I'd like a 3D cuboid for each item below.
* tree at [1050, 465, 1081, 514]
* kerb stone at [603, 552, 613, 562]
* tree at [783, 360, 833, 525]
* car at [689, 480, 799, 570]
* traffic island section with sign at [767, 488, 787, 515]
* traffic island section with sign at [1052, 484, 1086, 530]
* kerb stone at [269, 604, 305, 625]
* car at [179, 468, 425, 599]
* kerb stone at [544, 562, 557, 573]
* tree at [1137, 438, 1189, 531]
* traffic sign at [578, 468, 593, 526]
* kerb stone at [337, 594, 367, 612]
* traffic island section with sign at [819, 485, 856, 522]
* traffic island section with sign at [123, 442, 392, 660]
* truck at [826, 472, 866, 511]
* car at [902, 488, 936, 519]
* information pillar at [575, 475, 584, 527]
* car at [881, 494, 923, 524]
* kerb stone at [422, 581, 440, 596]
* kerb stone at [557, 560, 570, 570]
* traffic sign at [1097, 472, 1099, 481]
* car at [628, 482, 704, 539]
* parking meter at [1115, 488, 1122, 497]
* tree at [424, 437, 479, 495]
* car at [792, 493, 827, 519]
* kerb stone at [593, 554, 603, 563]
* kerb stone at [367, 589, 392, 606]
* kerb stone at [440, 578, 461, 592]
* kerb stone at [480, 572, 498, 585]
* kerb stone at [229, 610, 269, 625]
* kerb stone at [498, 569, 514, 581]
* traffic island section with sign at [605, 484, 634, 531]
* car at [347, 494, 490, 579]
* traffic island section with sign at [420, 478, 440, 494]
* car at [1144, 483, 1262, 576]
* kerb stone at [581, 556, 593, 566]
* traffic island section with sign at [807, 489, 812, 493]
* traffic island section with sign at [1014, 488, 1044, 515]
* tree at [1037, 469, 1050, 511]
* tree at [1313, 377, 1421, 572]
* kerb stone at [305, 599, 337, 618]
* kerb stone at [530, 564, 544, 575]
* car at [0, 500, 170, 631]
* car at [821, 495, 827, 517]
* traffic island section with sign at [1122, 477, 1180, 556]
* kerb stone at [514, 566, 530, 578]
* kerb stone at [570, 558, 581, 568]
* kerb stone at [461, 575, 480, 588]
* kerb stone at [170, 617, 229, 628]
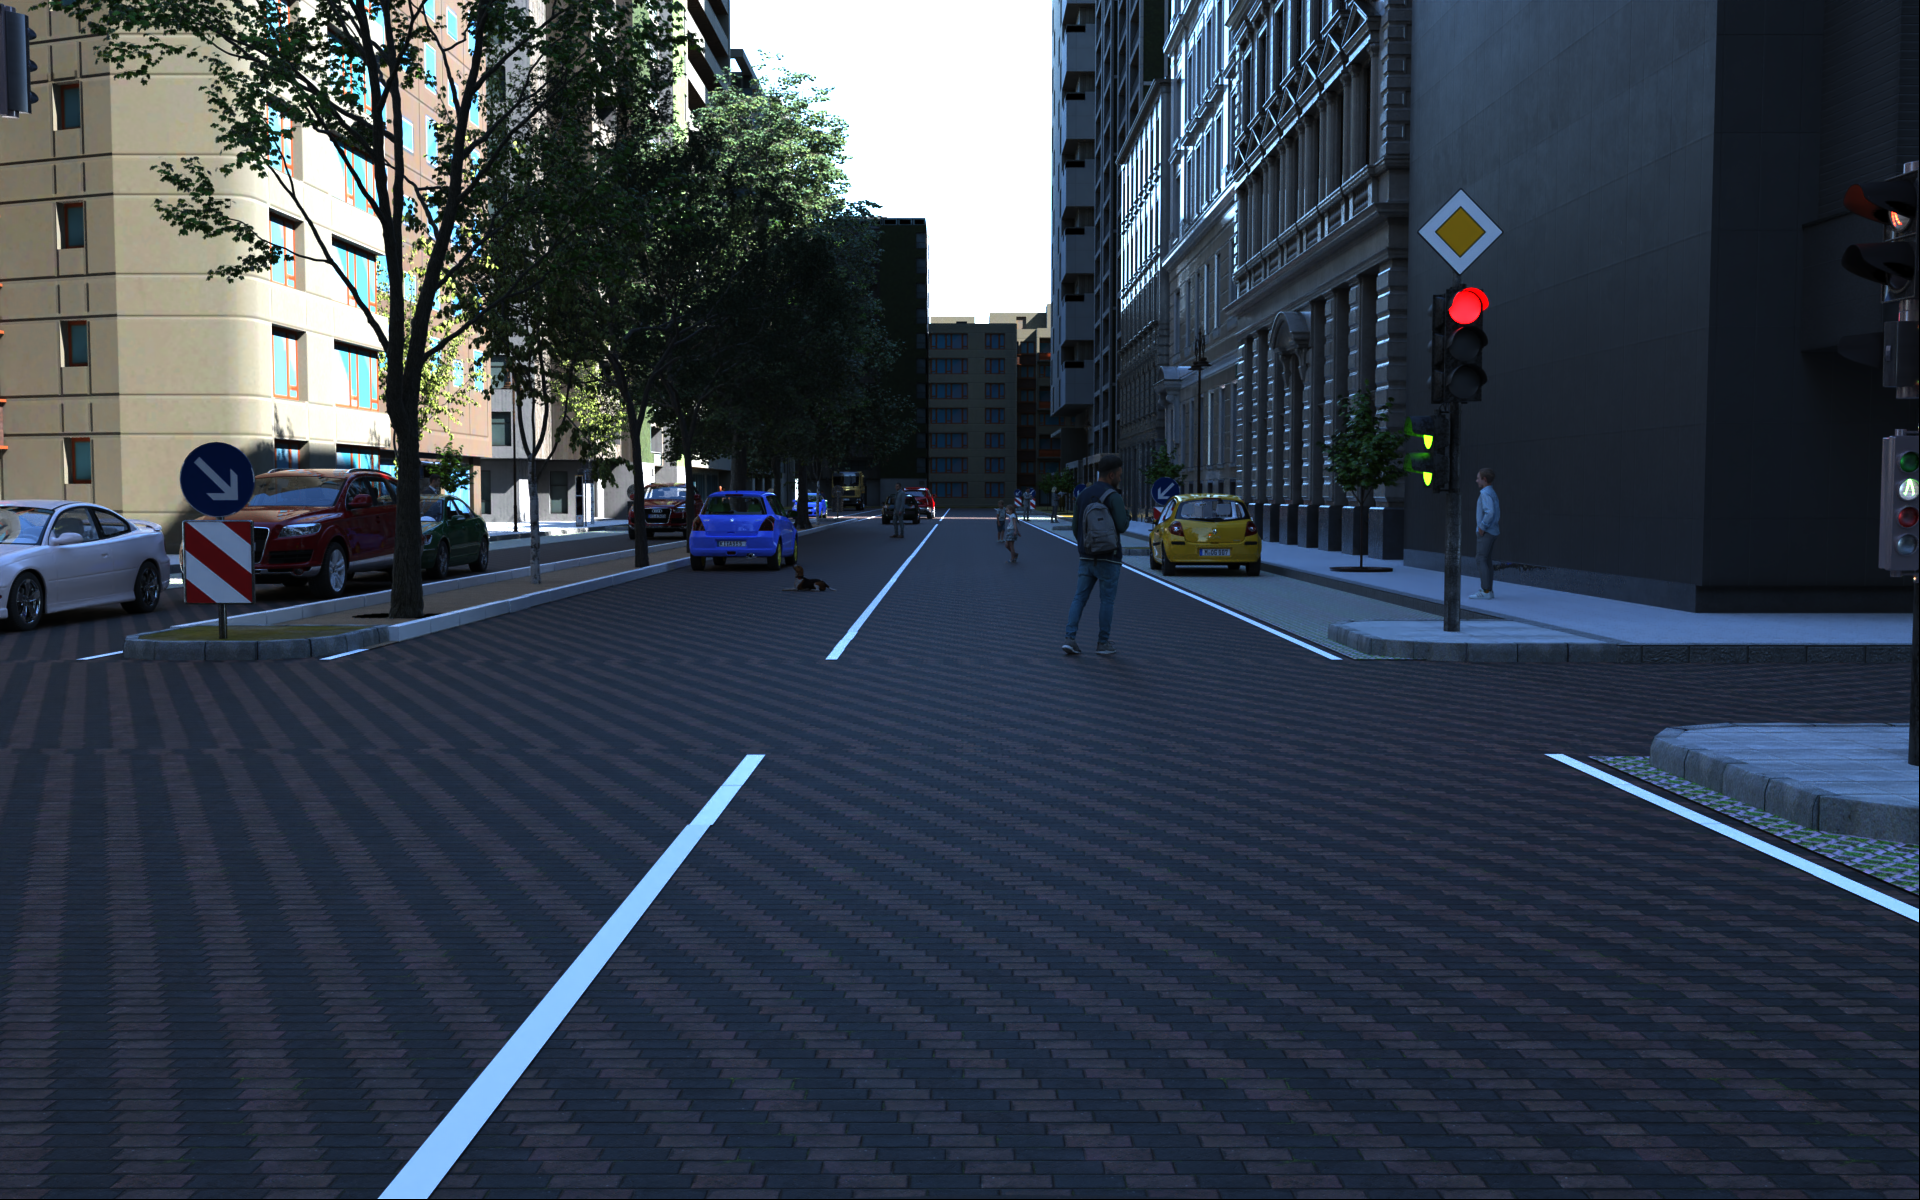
[{"bbox_3d":[7.015,-7.131,111.198,1.663,3.219,1.824,0,3,0],"label":"tree"},{"bbox_3d":[-7.576,-0.890,36.746,0.120,0.150,1.000,0,3,0],"label":"kerb stone"},{"bbox_3d":[-6.544,-7.744,79.439,4.360,8.622,3.978,0,3,0],"label":"tree"},{"bbox_3d":[-4.167,-1.481,33.809,1.945,1.707,3.694,0,4,2],"label":"car"},{"bbox_3d":[-12.826,-6.699,118.156,1.989,1.847,2.006,0,3,0],"label":"traffic island section with sign"},{"bbox_3d":[4.672,-3.668,68.599,1.989,1.847,2.006,0,3,0],"label":"traffic island section with sign"},{"bbox_3d":[-7.589,0.179,19.323,0.120,0.150,1.000,0,3,0],"label":"kerb stone"},{"bbox_3d":[-9.509,-1.022,25.379,2.281,1.827,5.304,0,4,1],"label":"car"},{"bbox_3d":[-7.587,-0.577,31.626,0.120,0.150,1.000,0,3,0],"label":"kerb stone"},{"bbox_3d":[7.040,-3.980,59.668,1.663,3.219,1.824,0,3,0],"label":"tree"},{"bbox_3d":[-14.823,-4.064,68.572,0.606,2.300,0.079,0,4,1],"label":"traffic sign"},{"bbox_3d":[-7.588,0.051,21.370,0.120,0.150,1.000,0,3,0],"label":"kerb stone"},{"bbox_3d":[-6.481,-5.069,91.020,2.006,1.907,1.989,0,3,0],"label":"traffic island section with sign"},{"bbox_3d":[-6.525,-0.474,15.881,2.006,1.907,1.989,0,3,0],"label":"traffic island section with sign"},{"bbox_3d":[-9.805,-9.535,151.822,3.469,3.379,9.791,0,4,-1],"label":"truck"},{"bbox_3d":[-2.575,-5.708,101.992,2.281,1.827,5.304,0,4,2],"label":"car"},{"bbox_3d":[-14.983,-3.897,68.205,0.304,2.012,0.304,-1,4,-9],"label":"information pillar"},{"bbox_3d":[-2.836,-4.522,83.726,2.009,1.686,4.222,0,4,1],"label":"car"},{"bbox_3d":[-7.585,-0.138,24.448,0.120,0.150,1.000,0,3,0],"label":"kerb stone"},{"bbox_3d":[-7.576,-0.639,32.650,0.120,0.150,1.000,0,3,0],"label":"kerb stone"},{"bbox_3d":[6.392,-4.579,76.996,0.606,2.300,0.079,0,4,2],"label":"traffic sign"},{"bbox_3d":[-9.524,-2.930,56.573,2.281,1.827,5.304,0,4,-2],"label":"car"},{"bbox_3d":[6.383,-3.788,70.340,0.372,1.533,0.369,0,3,0],"label":"parking meter"},{"bbox_3d":[-17.038,-3.897,58.323,1.663,3.219,1.824,0,3,0],"label":"tree"},{"bbox_3d":[-8.677,-5.525,99.926,1.945,1.707,3.694,0,4,1],"label":"car"},{"bbox_3d":[-7.573,-0.827,35.724,0.120,0.150,1.000,0,3,0],"label":"kerb stone"},{"bbox_3d":[-7.579,-0.011,22.394,0.120,0.150,1.000,0,3,0],"label":"kerb stone"},{"bbox_3d":[-7.590,-0.201,25.474,0.120,0.150,1.000,0,3,0],"label":"kerb stone"},{"bbox_3d":[-7.584,-0.326,27.524,0.120,0.150,1.000,0,3,0],"label":"kerb stone"},{"bbox_3d":[-7.589,0.238,18.299,0.120,0.150,1.000,0,3,0],"label":"kerb stone"},{"bbox_3d":[-7.582,-0.386,28.549,0.120,0.150,1.000,0,3,0],"label":"kerb stone"},{"bbox_3d":[-12.852,-3.652,68.345,1.989,1.847,2.006,0,3,0],"label":"traffic island section with sign"},{"bbox_3d":[-9.648,-1.151,30.611,2.131,1.459,4.920,0,4,-2],"label":"car"},{"bbox_3d":[-12.878,-2.004,41.390,1.989,1.847,2.006,0,3,0],"label":"traffic island section with sign"},{"bbox_3d":[4.411,-1.304,31.537,2.015,1.641,3.980,0,4,2],"label":"car"},{"bbox_3d":[-7.569,-0.765,34.696,0.120,0.150,1.000,0,3,0],"label":"kerb stone"},{"bbox_3d":[-12.795,-8.425,146.368,1.989,1.847,2.006,0,3,0],"label":"traffic island section with sign"},{"bbox_3d":[4.695,-6.697,118.128,1.989,1.847,2.006,0,3,0],"label":"traffic island section with sign"},{"bbox_3d":[7.103,-8.121,127.382,1.663,3.219,1.824,0,3,0],"label":"tree"},{"bbox_3d":[6.677,-2.084,28.671,1.663,3.219,1.824,0,3,0],"label":"tree"},{"bbox_3d":[-7.588,0.113,20.347,0.120,0.150,1.000,0,3,0],"label":"kerb stone"},{"bbox_3d":[-7.574,-0.514,30.604,0.120,0.150,1.000,0,3,0],"label":"kerb stone"},{"bbox_3d":[-10.685,-0.441,19.569,2.083,1.381,4.827,0,4,-1],"label":"car"},{"bbox_3d":[-9.377,-5.957,109.198,2.131,1.459,4.920,0,4,-1],"label":"car"},{"bbox_3d":[4.650,-1.968,40.811,1.989,1.847,2.006,0,3,0],"label":"traffic island section with sign"},{"bbox_3d":[-7.574,-0.452,29.582,0.120,0.150,1.000,0,3,0],"label":"kerb stone"},{"bbox_3d":[-7.582,-0.702,33.672,0.120,0.150,1.000,0,3,0],"label":"kerb stone"},{"bbox_3d":[-7.583,-0.263,26.501,0.120,0.150,1.000,0,3,0],"label":"kerb stone"},{"bbox_3d":[-7.590,0.301,17.277,0.120,0.150,1.000,0,3,0],"label":"kerb stone"}]
